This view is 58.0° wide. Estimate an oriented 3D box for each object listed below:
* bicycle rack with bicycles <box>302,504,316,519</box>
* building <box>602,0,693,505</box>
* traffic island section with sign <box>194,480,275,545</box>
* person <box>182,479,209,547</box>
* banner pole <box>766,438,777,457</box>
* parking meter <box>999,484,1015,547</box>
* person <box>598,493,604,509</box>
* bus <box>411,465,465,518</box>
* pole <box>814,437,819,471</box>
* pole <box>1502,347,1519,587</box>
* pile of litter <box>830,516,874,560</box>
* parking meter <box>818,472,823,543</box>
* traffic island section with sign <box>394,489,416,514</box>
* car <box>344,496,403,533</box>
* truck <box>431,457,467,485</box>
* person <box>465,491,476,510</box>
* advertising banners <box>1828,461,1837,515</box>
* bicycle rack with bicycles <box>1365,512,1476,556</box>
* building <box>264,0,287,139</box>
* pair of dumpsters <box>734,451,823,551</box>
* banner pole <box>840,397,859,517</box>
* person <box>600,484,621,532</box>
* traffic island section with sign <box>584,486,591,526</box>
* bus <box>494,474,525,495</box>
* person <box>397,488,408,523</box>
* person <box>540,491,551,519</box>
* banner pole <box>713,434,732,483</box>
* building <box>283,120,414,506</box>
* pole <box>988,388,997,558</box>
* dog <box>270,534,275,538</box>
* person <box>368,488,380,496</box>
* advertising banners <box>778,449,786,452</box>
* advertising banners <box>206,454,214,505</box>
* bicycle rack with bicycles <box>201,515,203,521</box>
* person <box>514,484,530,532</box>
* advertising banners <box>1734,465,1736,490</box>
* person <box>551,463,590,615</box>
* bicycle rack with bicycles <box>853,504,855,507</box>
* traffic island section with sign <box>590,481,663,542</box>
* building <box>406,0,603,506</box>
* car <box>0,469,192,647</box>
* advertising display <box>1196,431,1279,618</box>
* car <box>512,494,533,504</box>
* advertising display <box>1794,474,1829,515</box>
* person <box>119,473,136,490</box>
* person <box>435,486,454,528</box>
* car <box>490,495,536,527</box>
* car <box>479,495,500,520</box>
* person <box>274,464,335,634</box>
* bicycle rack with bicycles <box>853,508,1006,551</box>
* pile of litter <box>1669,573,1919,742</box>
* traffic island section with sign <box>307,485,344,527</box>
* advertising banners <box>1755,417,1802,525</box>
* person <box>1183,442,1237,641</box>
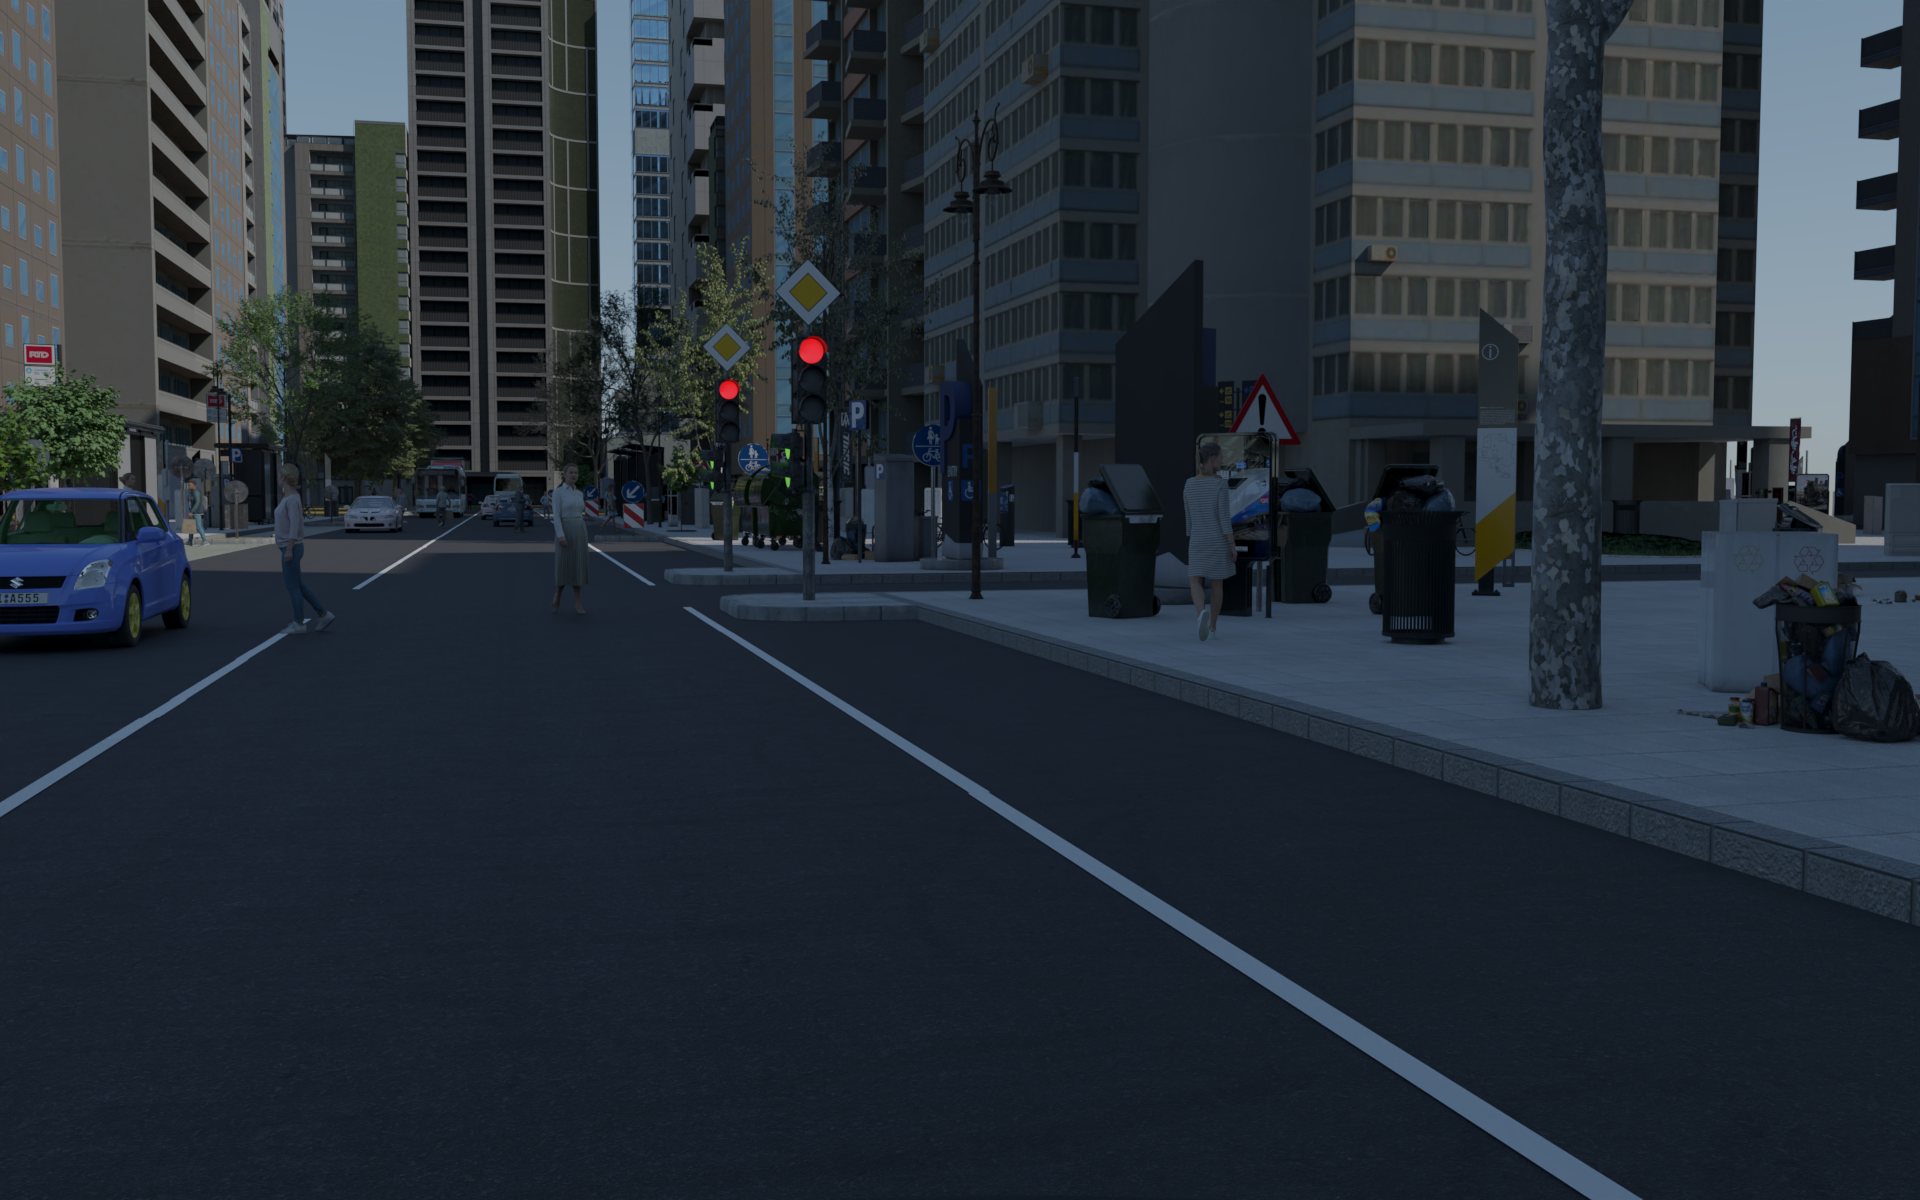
[{"bbox_3d":[-34.467,-4.596,88.519,2.925,0.926,2.852,-2,4,-34],"label":"bicycle rack with bicycles"},{"bbox_3d":[-27.085,-54.590,205.209,31.000,86.520,22.319,-1,4,-15],"label":"building"},{"bbox_3d":[-20.815,-2.520,49.825,1.989,1.847,2.006,-1,4,-15],"label":"traffic island section with sign"},{"bbox_3d":[-20.698,-2.344,46.804,0.713,1.824,0.794,-1,4,-16],"label":"person"},{"bbox_3d":[-8.481,-5.366,77.754,0.863,3.779,0.401,3,5,44],"label":"banner pole"},{"bbox_3d":[1.151,-2.082,42.451,0.372,1.533,0.369,0,3,0],"label":"parking meter"},{"bbox_3d":[-31.010,-8.782,149.719,0.705,1.812,1.348,2,4,24],"label":"person"},{"bbox_3d":[-32.292,-6.911,107.857,2.948,3.499,13.247,-1,4,-15],"label":"bus"},{"bbox_3d":[-5.139,-4.174,62.095,0.158,3.312,0.155,0,3,0],"label":"pole"},{"bbox_3d":[7.583,-1.836,23.856,0.158,3.312,0.155,0,3,0],"label":"pole"},{"bbox_3d":[-1.848,-1.233,34.125,1.719,0.858,1.176,-2,4,-30],"label":"pile of litter"},{"bbox_3d":[-3.672,-2.429,45.428,0.255,1.863,0.399,-1,4,-19],"label":"parking meter"},{"bbox_3d":[-40.246,-7.081,124.406,1.989,1.847,2.006,-1,4,-15],"label":"traffic island section with sign"},{"bbox_3d":[-22.181,-3.256,65.593,2.083,1.381,4.827,-1,4,-14],"label":"car"},{"bbox_3d":[-39.782,-8.915,134.678,2.839,4.237,11.283,-1,4,-16],"label":"truck"},{"bbox_3d":[-44.573,-9.068,157.446,1.217,1.739,0.721,0,4,1],"label":"person"},{"bbox_3d":[42.381,-5.431,84.987,2.074,3.025,0.090,2,4,31],"label":"advertising banners"},{"bbox_3d":[9.651,-1.403,36.316,2.925,0.926,2.852,-2,4,-28],"label":"bicycle rack with bicycles"},{"bbox_3d":[-86.021,-46.009,190.506,20.611,71.187,20.563,-1,4,-15],"label":"building"},{"bbox_3d":[-4.295,-2.359,41.057,1.574,2.255,4.437,-1,4,-15],"label":"pair of dumpsters"},{"bbox_3d":[-2.771,-3.293,43.865,0.863,3.779,0.401,3,5,44],"label":"banner pole"},{"bbox_3d":[-13.268,-3.489,65.639,0.778,1.811,0.616,-1,4,-12],"label":"person"},{"bbox_3d":[-17.053,-4.334,79.485,1.989,1.847,2.006,-1,4,-15],"label":"traffic island section with sign"},{"bbox_3d":[-43.181,-10.459,165.857,2.948,3.499,13.247,-1,4,-14],"label":"bus"},{"bbox_3d":[-27.852,-4.709,86.236,0.760,1.731,0.466,1,4,14],"label":"person"},{"bbox_3d":[-23.709,-5.433,99.136,0.589,1.601,0.330,-2,4,-29],"label":"person"},{"bbox_3d":[-8.475,-4.418,62.247,0.863,3.779,0.401,-1,4,-16],"label":"banner pole"},{"bbox_3d":[-67.861,-31.093,191.957,14.086,41.232,14.154,-1,4,-15],"label":"building"},{"bbox_3d":[0.622,-2.412,33.283,0.158,3.312,0.155,0,3,0],"label":"pole"},{"bbox_3d":[-21.583,-2.125,54.941,0.748,0.427,0.550,2,4,28],"label":"dog"},{"bbox_3d":[-44.453,-7.619,131.335,1.217,1.735,0.721,0,4,3],"label":"person"},{"bbox_3d":[-6.803,-3.915,60.204,2.074,3.025,0.090,-2,4,-27],"label":"advertising banners"},{"bbox_3d":[-33.530,-4.971,77.470,0.090,3.025,2.074,-2,4,-32],"label":"advertising banners"},{"bbox_3d":[-34.895,-4.110,80.577,2.852,0.926,2.925,3,4,36],"label":"bicycle rack with bicycles"},{"bbox_3d":[-16.402,-3.436,64.851,0.590,1.801,0.661,-1,4,-14],"label":"person"},{"bbox_3d":[46.957,-6.556,103.383,0.090,3.025,2.074,-1,4,-19],"label":"advertising banners"},{"bbox_3d":[-4.697,-0.733,20.711,0.478,1.798,0.641,-3,4,-38],"label":"person"},{"bbox_3d":[-3.349,-3.156,64.984,2.925,0.926,2.852,-2,4,-27],"label":"bicycle rack with bicycles"},{"bbox_3d":[-10.160,-2.714,53.009,1.989,1.847,2.006,-1,4,-15],"label":"traffic island section with sign"},{"bbox_3d":[-51.872,-46.497,198.476,20.611,71.187,20.563,-1,4,-15],"label":"building"},{"bbox_3d":[-8.806,-0.460,17.118,1.945,1.707,3.694,-1,4,-13],"label":"car"},{"bbox_3d":[2.897,-0.793,18.178,0.974,1.923,0.123,3,5,44],"label":"advertising display"},{"bbox_3d":[-35.360,-7.782,139.038,2.131,1.459,4.920,-1,4,-16],"label":"car"},{"bbox_3d":[26.795,-3.015,54.510,0.974,1.923,0.123,1,4,15],"label":"advertising display"},{"bbox_3d":[-14.256,-1.277,29.601,0.641,1.798,0.478,0,4,-2],"label":"person"},{"bbox_3d":[-22.092,-3.991,74.233,0.515,1.767,0.782,3,5,44],"label":"person"},{"bbox_3d":[-20.069,-4.024,77.795,2.014,1.417,4.499,-1,4,-14],"label":"car"},{"bbox_3d":[-26.014,-5.207,97.491,2.083,1.381,4.827,-1,4,-16],"label":"car"},{"bbox_3d":[-6.780,-0.533,17.883,0.598,1.740,0.731,-2,4,-33],"label":"person"},{"bbox_3d":[-0.775,-1.581,39.228,2.925,0.926,2.852,3,4,38],"label":"bicycle rack with bicycles"},{"bbox_3d":[4.823,0.271,9.539,1.176,0.858,1.719,-1,4,-17],"label":"pile of litter"},{"bbox_3d":[-27.864,-4.174,76.873,1.989,1.847,2.006,-1,4,-15],"label":"traffic island section with sign"},{"bbox_3d":[19.111,-2.709,40.482,0.090,3.025,2.074,0,4,0],"label":"advertising banners"},{"bbox_3d":[2.187,-0.509,15.113,0.466,1.731,0.760,0,4,4],"label":"person"}]
